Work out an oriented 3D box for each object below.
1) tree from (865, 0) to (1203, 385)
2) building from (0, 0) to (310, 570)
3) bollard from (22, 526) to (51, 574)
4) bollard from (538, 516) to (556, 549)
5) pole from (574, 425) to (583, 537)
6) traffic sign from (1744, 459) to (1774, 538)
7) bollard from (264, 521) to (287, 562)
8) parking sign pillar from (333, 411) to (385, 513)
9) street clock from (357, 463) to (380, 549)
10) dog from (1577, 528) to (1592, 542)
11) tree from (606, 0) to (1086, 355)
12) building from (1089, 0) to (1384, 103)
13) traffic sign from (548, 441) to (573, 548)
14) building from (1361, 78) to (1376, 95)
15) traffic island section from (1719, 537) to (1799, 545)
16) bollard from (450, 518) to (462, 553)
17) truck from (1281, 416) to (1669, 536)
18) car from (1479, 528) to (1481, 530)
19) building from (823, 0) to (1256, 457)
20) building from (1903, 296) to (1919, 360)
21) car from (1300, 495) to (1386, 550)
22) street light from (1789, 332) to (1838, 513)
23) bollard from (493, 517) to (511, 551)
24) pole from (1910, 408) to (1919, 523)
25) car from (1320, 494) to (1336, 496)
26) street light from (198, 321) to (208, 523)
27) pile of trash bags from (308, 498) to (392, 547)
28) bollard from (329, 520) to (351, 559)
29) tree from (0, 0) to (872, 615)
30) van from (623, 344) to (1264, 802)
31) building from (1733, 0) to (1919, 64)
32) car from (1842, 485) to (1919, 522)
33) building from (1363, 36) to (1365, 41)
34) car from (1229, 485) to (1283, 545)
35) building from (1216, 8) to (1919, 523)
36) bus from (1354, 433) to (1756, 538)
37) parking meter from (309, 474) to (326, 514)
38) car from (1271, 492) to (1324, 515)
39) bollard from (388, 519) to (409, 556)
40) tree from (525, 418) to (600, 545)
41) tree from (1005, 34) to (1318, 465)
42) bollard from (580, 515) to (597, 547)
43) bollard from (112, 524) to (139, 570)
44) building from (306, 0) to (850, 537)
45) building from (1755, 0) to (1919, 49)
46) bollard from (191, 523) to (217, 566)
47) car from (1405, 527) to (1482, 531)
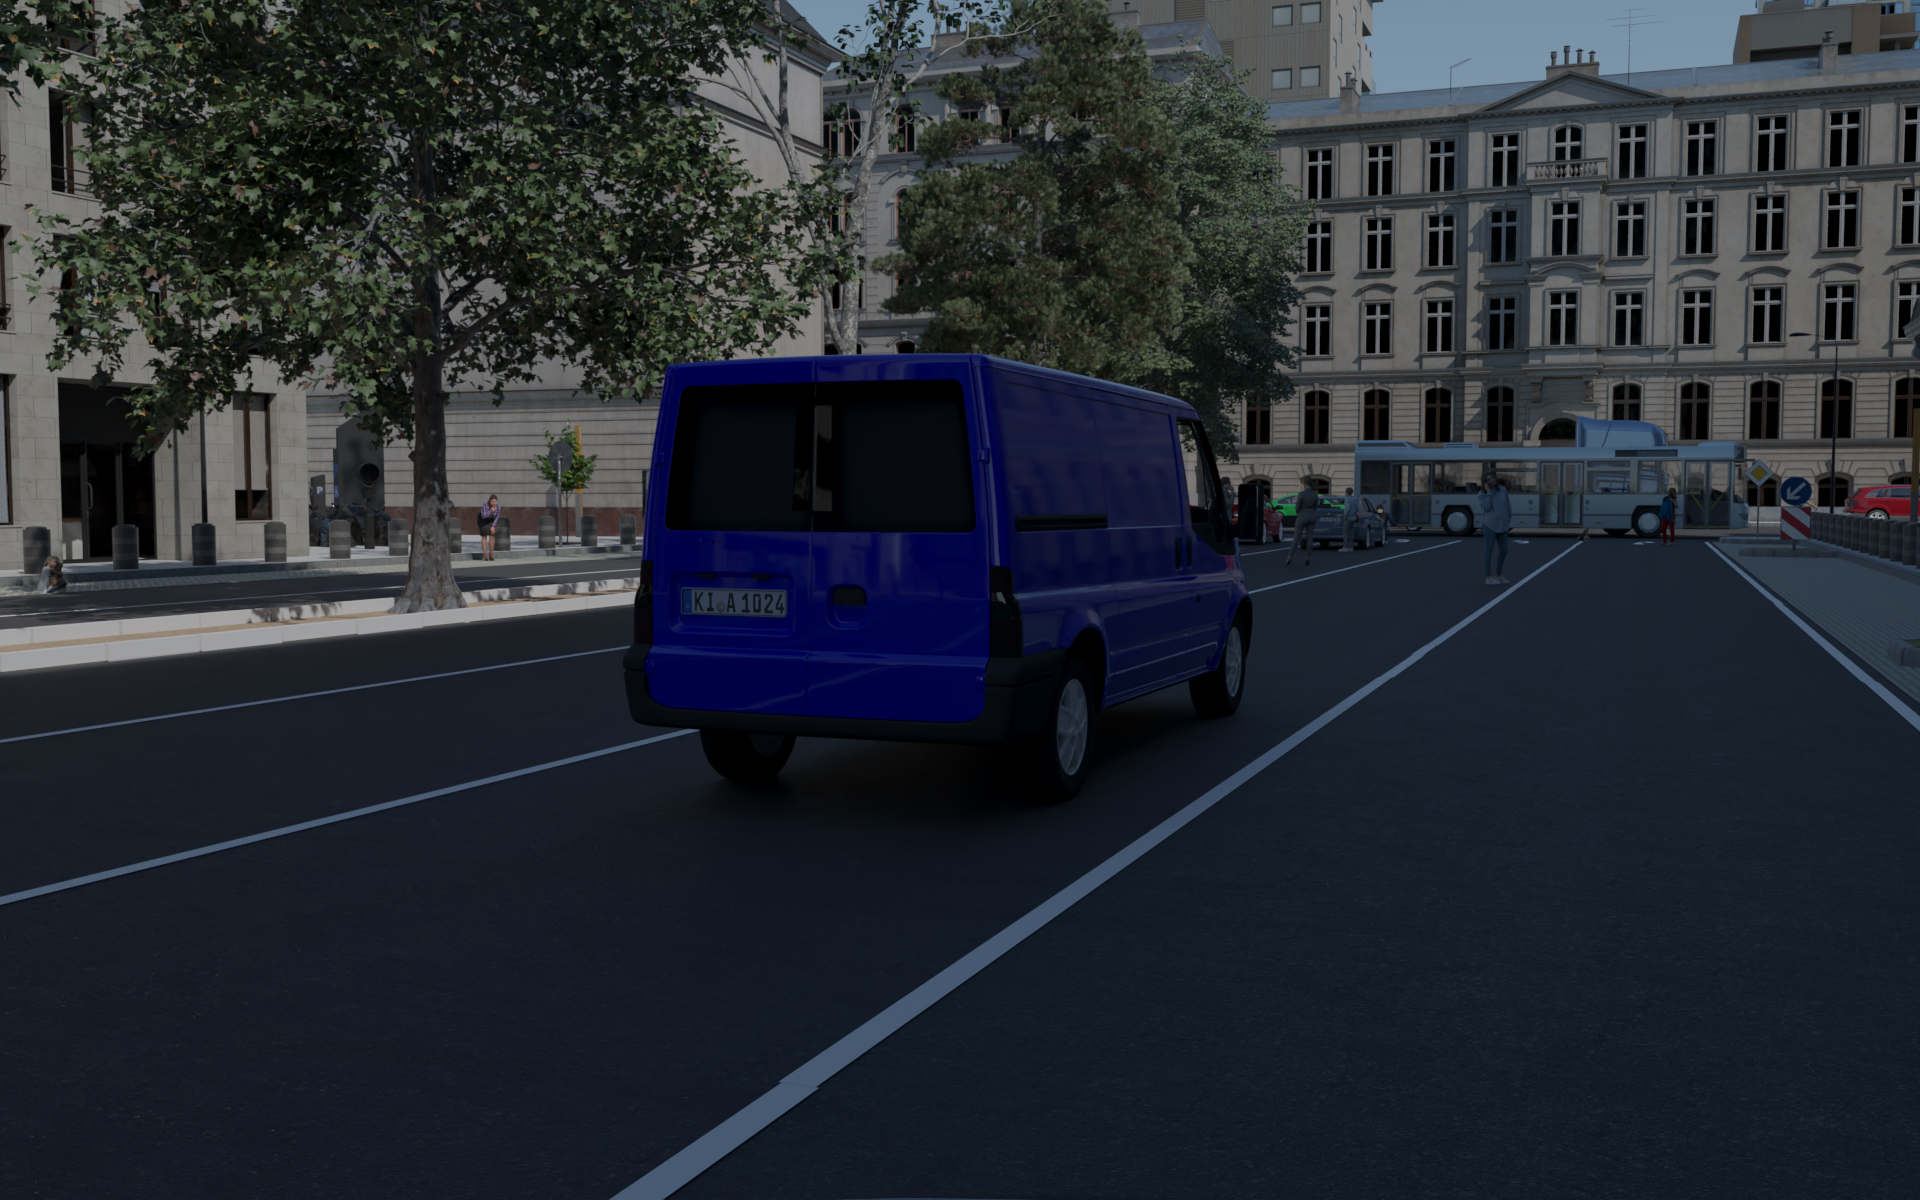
[{"bbox_3d":[1.753,-8.049,41.481,7.806,13.903,7.818,0,3,0],"label":"tree"},{"bbox_3d":[-21.383,-10.679,29.359,10.420,20.320,16.860,1,4,22],"label":"building"},{"bbox_3d":[-14.860,-0.805,27.883,0.404,0.777,0.398,0,3,0],"label":"bollard"},{"bbox_3d":[-9.729,-1.593,40.767,0.404,0.777,0.398,0,3,0],"label":"bollard"},{"bbox_3d":[-11.300,-3.516,51.333,0.158,3.312,0.155,0,3,0],"label":"pole"},{"bbox_3d":[23.178,-2.853,50.286,0.795,2.450,0.064,1,4,22],"label":"traffic sign"},{"bbox_3d":[-12.935,-1.101,32.720,0.404,0.777,0.398,0,3,0],"label":"bollard"},{"bbox_3d":[-16.820,-3.669,48.454,1.447,3.967,1.447,-3,5,-40],"label":"parking sign pillar"},{"bbox_3d":[-13.707,-2.177,40.160,0.471,2.002,0.358,-3,4,-36],"label":"street clock"},{"bbox_3d":[18.916,-1.964,52.304,0.550,0.427,0.748,3,4,37],"label":"dog"},{"bbox_3d":[-2.840,-10.609,31.810,12.611,20.169,13.585,0,3,0],"label":"tree"},{"bbox_3d":[24.122,-35.306,166.484,28.713,52.752,27.495,1,4,22],"label":"building"},{"bbox_3d":[-9.588,-2.531,41.494,0.768,2.556,0.104,2,4,30],"label":"traffic sign"},{"bbox_3d":[35.945,-35.603,201.719,30.456,49.044,23.786,1,4,22],"label":"building"},{"bbox_3d":[23.203,-1.717,50.354,2.009,0.180,2.903,1,4,22],"label":"traffic island section"},{"bbox_3d":[-11.011,-1.396,37.548,0.404,0.777,0.398,0,3,0],"label":"bollard"},{"bbox_3d":[16.354,-4.470,62.842,18.799,4.110,2.967,1,4,22],"label":"truck"},{"bbox_3d":[20.163,-3.814,71.162,4.718,1.807,1.959,1,4,23],"label":"car"},{"bbox_3d":[3.770,-19.005,98.125,23.554,28.519,14.401,1,4,22],"label":"building"},{"bbox_3d":[28.525,-15.255,35.323,13.634,28.700,20.117,1,4,22],"label":"building"},{"bbox_3d":[10.181,-2.082,46.041,2.014,1.417,4.499,1,4,22],"label":"car"},{"bbox_3d":[24.490,-4.720,49.721,1.470,5.913,1.316,1,4,22],"label":"street light"},{"bbox_3d":[-10.371,-1.495,39.158,0.404,0.777,0.398,0,3,0],"label":"bollard"},{"bbox_3d":[22.806,-2.905,41.347,0.158,3.312,0.155,0,3,0],"label":"pole"},{"bbox_3d":[15.968,-4.186,78.228,4.222,1.686,2.009,1,4,22],"label":"car"},{"bbox_3d":[-13.293,-3.594,31.302,1.470,5.913,1.316,1,4,22],"label":"street light"},{"bbox_3d":[-14.535,-2.035,43.026,3.447,1.369,1.912,-3,4,-39],"label":"pile of trash bags"},{"bbox_3d":[-12.291,-1.199,34.329,0.404,0.777,0.398,0,3,0],"label":"bollard"},{"bbox_3d":[-6.336,-6.188,20.632,9.611,12.733,9.660,0,3,0],"label":"tree"},{"bbox_3d":[0.289,-0.338,9.919,2.240,2.365,5.245,1,4,22],"label":"van"},{"bbox_3d":[77.615,-31.037,157.563,14.600,45.320,14.200,1,4,22],"label":"building"},{"bbox_3d":[39.409,-3.843,71.503,5.304,1.827,2.281,1,4,20],"label":"car"},{"bbox_3d":[47.208,-49.961,255.121,20.611,71.187,20.563,1,4,22],"label":"building"},{"bbox_3d":[8.257,-2.532,50.441,2.155,1.783,4.494,1,4,20],"label":"car"},{"bbox_3d":[30.819,-16.413,87.430,34.723,24.649,14.460,1,4,22],"label":"building"},{"bbox_3d":[20.085,-3.860,57.971,13.247,3.499,2.948,1,4,22],"label":"bus"},{"bbox_3d":[-18.891,-2.767,50.956,0.399,1.863,0.255,-3,5,-43],"label":"parking meter"},{"bbox_3d":[15.065,-3.976,73.807,4.718,1.807,1.959,1,4,22],"label":"car"},{"bbox_3d":[-11.653,-1.298,35.939,0.404,0.777,0.398,0,3,0],"label":"bollard"},{"bbox_3d":[-9.892,-3.024,44.040,1.663,3.219,1.824,0,3,0],"label":"tree"},{"bbox_3d":[5.647,-8.588,49.526,9.857,13.997,8.962,0,3,0],"label":"tree"},{"bbox_3d":[-9.082,-1.693,42.395,0.404,0.777,0.398,0,3,0],"label":"bollard"},{"bbox_3d":[-14.214,-0.904,29.497,0.404,0.777,0.398,0,3,0],"label":"bollard"},{"bbox_3d":[-14.685,-11.845,58.291,19.286,19.102,10.561,1,4,22],"label":"building"},{"bbox_3d":[90.199,-52.778,175.588,22.319,86.520,31.000,1,4,22],"label":"building"},{"bbox_3d":[-13.578,-1.003,31.108,0.404,0.777,0.398,0,3,0],"label":"bollard"},{"bbox_3d":[19.116,-3.361,66.961,4.499,1.417,2.014,1,4,20],"label":"car"}]
